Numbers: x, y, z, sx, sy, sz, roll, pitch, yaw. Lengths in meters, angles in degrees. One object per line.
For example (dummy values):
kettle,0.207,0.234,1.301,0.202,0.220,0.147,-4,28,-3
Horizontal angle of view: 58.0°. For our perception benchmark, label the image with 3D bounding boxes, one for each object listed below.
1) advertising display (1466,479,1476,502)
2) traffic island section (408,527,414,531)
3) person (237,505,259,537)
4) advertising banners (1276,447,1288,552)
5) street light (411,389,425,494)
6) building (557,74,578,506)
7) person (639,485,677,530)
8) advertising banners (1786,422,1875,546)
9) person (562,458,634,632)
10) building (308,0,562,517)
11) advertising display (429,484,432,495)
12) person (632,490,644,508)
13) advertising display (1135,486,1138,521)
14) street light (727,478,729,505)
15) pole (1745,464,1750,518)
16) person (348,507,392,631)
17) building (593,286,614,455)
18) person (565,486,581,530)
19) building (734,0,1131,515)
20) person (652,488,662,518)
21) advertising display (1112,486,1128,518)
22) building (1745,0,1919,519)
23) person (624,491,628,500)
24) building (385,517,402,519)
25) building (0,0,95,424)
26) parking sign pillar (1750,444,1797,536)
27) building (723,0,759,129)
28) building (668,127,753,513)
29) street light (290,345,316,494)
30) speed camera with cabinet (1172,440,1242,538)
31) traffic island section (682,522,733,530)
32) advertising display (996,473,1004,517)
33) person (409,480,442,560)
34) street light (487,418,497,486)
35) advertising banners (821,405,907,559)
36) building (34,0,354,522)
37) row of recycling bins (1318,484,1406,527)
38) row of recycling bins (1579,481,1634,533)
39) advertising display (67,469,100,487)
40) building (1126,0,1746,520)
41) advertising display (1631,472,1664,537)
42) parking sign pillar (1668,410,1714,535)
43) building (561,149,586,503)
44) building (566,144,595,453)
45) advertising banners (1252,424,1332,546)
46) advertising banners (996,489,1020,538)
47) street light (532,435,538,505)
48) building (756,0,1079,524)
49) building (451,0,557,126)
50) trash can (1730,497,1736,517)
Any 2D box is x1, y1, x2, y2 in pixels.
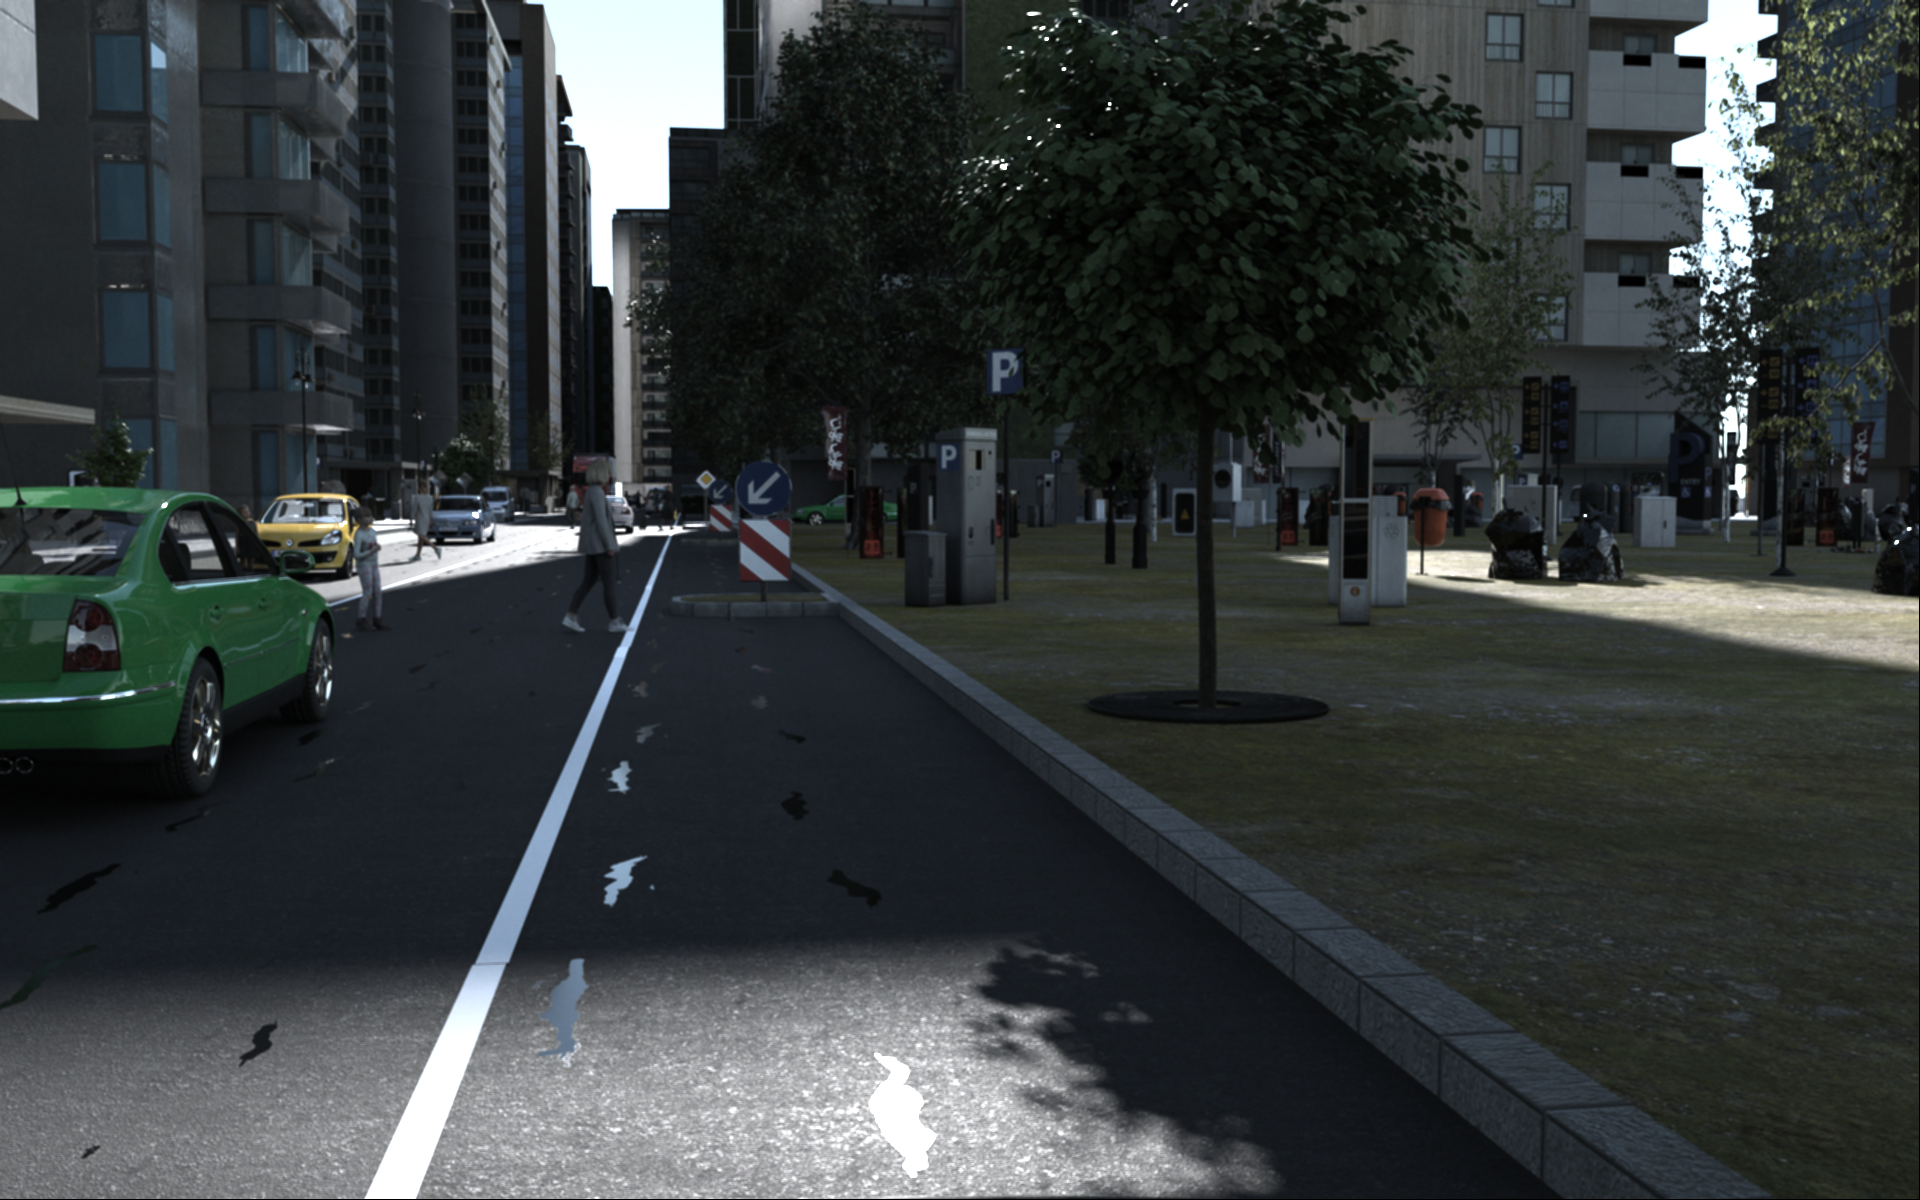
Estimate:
advertising display,22.300,-4.347,76.292,0.974,1.923,0.123,-2,4,-26
traffic island section,-20.700,-2.851,68.892,2.009,0.180,2.903,-1,4,-9
person,-11.158,-0.854,27.130,0.362,1.253,0.373,-2,4,-31
advertising banners,7.304,-2.645,39.440,0.090,3.025,2.074,1,4,14
street light,-23.942,-6.348,76.580,0.468,5.910,1.993,-1,4,-9
building,-50.901,-31.925,176.591,22.147,44.769,28.867,-1,4,-9
person,-12.096,-3.725,69.622,1.509,1.804,0.699,1,4,12
advertising banners,21.309,-2.837,42.568,2.074,3.025,0.090,3,5,41
person,-3.791,-0.572,18.036,0.728,1.800,0.709,-1,4,-20
building,-46.294,-26.563,126.190,32.217,40.220,23.993,-1,4,-9
advertising display,-35.902,-6.804,116.461,0.974,1.923,0.123,2,4,27
person,-32.918,-10.314,177.221,1.350,1.814,0.705,-1,4,-18
advertising display,7.068,-3.864,68.386,0.123,1.923,0.974,0,4,-5
street light,-16.471,-9.169,122.699,0.468,5.910,1.993,-1,4,-9
pole,42.830,-6.134,94.142,0.158,3.312,0.155,0,3,0
person,-6.197,-0.333,18.216,0.394,1.301,0.425,0,4,-3
building,-55.031,-28.594,239.211,14.107,30.474,14.160,-1,4,-9
person,-15.626,-3.739,70.116,0.515,1.767,0.782,2,4,27
building,1.221,-25.902,115.381,32.217,40.220,23.993,-1,4,-9
person,-18.243,-5.855,104.255,0.654,1.822,0.581,0,4,-8
advertising display,8.422,-5.272,91.404,0.974,1.923,0.123,-1,4,-21
building,54.119,-27.182,94.533,14.200,45.320,14.600,-1,4,-9
person,-32.800,-9.812,169.648,0.721,1.743,1.217,-3,5,-39
building,-46.401,-24.585,93.851,32.217,40.220,23.993,-1,4,-9
building,-29.754,-26.373,20.435,28.713,52.752,27.495,-1,4,-9
parking sign pillar,25.161,-3.964,53.283,1.447,3.967,1.447,-1,4,-10
building,-21.376,-47.699,218.133,20.563,71.187,20.611,-1,4,-9
building,-16.327,-22.551,140.407,14.160,30.474,14.107,-1,4,-9
street light,-20.352,-4.954,53.781,0.468,5.910,1.993,-1,4,-9
speed camera with cabinet,7.295,-3.482,51.272,2.038,3.252,0.660,3,4,37
traffic island section,-10.285,-2.950,70.517,2.009,0.180,2.903,-1,4,-9
advertising display,1.099,-2.929,53.109,0.974,1.923,0.123,3,5,43
person,-11.530,-1.717,37.325,0.760,1.731,0.466,0,4,1
street light,-28.614,-8.142,105.912,0.468,5.910,1.993,-1,4,-9
advertising banners,-1.726,-2.331,34.304,2.074,3.025,0.090,-1,4,-16
building,-36.287,-26.596,54.451,30.456,49.044,23.786,-1,4,-9
row of recycling bins,15.789,-3.742,68.286,3.534,1.692,1.069,0,4,-5
row of recycling bins,21.533,-3.053,57.032,3.534,1.692,1.069,-3,5,-39
advertising display,-22.753,-2.449,45.251,0.974,1.923,0.123,-2,4,-33
building,24.443,-31.077,97.340,27.495,52.752,28.713,-1,4,-9
advertising display,20.384,-2.823,51.375,0.123,1.923,0.974,-3,4,-36
parking sign pillar,23.081,-4.054,54.752,1.447,3.967,1.447,-2,4,-33
building,-50.815,-31.545,199.361,14.154,41.232,14.086,-1,4,-9
building,-53.606,-34.686,217.225,14.200,45.320,14.600,-1,4,-9
advertising banners,8.221,-2.873,43.154,2.074,3.025,0.090,1,4,20
advertising banners,1.086,-3.307,50.250,0.090,3.025,2.074,3,4,39
street light,-33.187,-9.953,135.515,0.468,5.910,1.993,-1,4,-9
building,-2.526,-24.481,83.855,14.086,41.232,14.154,-1,4,-9
building,-43.673,-30.938,155.949,14.600,45.320,14.200,-1,4,-9
trash can,43.630,-5.291,98.159,0.748,1.137,0.748,0,3,0
